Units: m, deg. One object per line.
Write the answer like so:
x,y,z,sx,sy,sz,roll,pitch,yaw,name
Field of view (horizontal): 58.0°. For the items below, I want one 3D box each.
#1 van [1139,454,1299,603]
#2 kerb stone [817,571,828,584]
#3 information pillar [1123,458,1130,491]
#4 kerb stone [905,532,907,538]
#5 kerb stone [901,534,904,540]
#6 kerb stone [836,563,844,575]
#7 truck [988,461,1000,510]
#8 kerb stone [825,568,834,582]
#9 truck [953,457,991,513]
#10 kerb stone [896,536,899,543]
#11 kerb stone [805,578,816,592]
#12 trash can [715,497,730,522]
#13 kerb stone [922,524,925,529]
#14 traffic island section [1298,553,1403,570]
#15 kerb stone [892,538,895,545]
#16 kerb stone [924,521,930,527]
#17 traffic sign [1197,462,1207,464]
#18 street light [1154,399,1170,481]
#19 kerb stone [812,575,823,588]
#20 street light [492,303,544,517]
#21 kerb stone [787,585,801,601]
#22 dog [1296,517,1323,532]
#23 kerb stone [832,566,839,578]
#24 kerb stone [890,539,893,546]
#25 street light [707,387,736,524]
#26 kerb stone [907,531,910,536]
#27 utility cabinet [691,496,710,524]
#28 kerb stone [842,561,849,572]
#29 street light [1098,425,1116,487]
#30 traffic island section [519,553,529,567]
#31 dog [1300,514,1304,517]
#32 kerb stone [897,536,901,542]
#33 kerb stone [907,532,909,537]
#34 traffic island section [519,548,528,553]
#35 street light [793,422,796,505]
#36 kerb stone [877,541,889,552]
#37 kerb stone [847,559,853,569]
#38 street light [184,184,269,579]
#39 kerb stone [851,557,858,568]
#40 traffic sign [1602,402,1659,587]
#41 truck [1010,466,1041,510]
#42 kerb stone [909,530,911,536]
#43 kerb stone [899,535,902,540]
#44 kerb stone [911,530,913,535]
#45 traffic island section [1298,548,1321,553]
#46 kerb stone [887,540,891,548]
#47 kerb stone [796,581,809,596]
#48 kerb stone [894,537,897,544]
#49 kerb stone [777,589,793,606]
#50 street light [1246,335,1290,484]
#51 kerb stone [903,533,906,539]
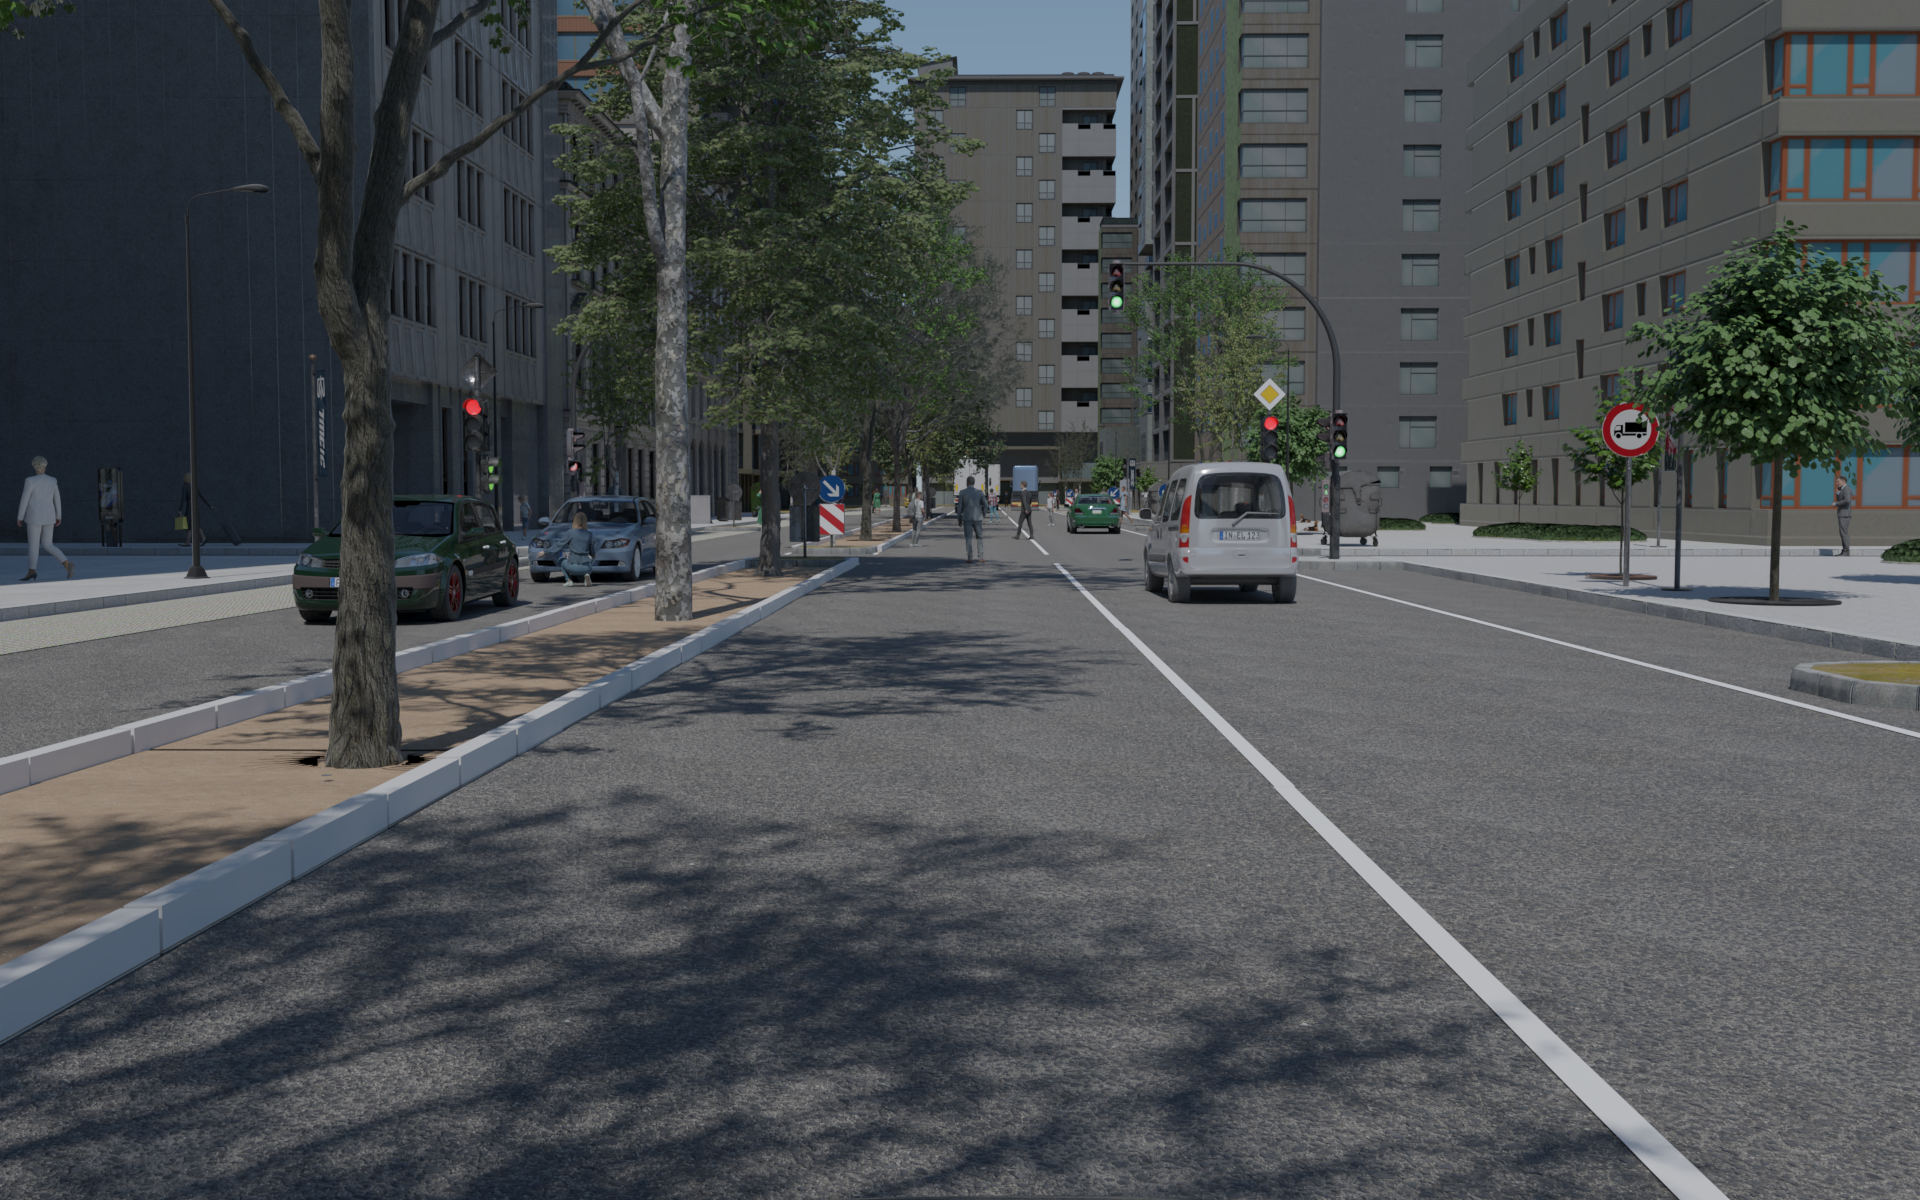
3.574,-1.051,24.202,2.013,2.044,4.112,0,4,-1,van
-2.230,-0.315,27.398,0.120,0.150,1.000,0,4,1,kerb stone
10.671,-7.329,111.191,0.504,3.616,0.183,3,5,44,information pillar
-1.826,-1.980,54.634,0.120,0.150,1.000,0,4,1,kerb stone
-1.861,-1.858,52.577,0.120,0.150,1.000,0,4,1,kerb stone
-2.180,-0.506,30.472,0.120,0.150,1.000,0,4,1,kerb stone
2.202,-10.126,154.477,2.839,4.237,11.283,0,4,0,truck
-2.213,-0.381,28.419,0.120,0.150,1.000,0,4,1,kerb stone
0.898,-8.779,132.457,2.839,4.237,11.283,0,4,2,truck
-1.904,-1.669,49.491,0.120,0.150,1.000,0,4,1,kerb stone
-2.251,-0.193,25.351,0.120,0.150,1.000,0,4,1,kerb stone
-11.061,-4.235,80.900,0.748,1.137,0.748,0,3,0,trash can
-1.607,-2.925,70.023,0.120,0.150,1.000,0,4,1,kerb stone
7.389,-0.725,34.139,2.009,0.180,2.903,0,4,1,traffic island section
-1.933,-1.543,47.428,0.120,0.150,1.000,0,4,1,kerb stone
-1.505,-3.364,77.190,0.120,0.150,1.000,0,4,1,kerb stone
9.558,-4.163,68.174,0.768,2.556,0.104,0,4,3,traffic sign
9.548,-6.795,83.634,1.470,5.913,1.316,0,4,1,street light
-2.236,-0.247,26.376,0.120,0.150,1.000,0,4,1,kerb stone
-10.819,-4.267,42.312,1.470,5.913,1.316,0,4,1,street light
-2.288,-0.068,23.302,0.120,0.150,1.000,0,4,1,kerb stone
12.037,-2.542,59.299,0.550,0.427,0.748,-3,4,-36,dog
-2.195,-0.444,29.449,0.120,0.150,1.000,0,4,1,kerb stone
-1.945,-1.480,46.401,0.120,0.150,1.000,0,4,1,kerb stone
-10.403,-6.291,75.395,1.470,5.913,1.316,0,4,1,street light
-1.801,-2.109,56.686,0.120,0.150,1.000,0,4,1,kerb stone
-11.250,-3.866,74.376,1.020,1.237,0.306,-2,4,-30,utility cabinet
-2.166,-0.569,31.494,0.120,0.150,1.000,0,4,1,kerb stone
9.948,-8.812,116.615,1.470,5.913,1.316,0,4,1,street light
-9.550,-0.741,34.388,2.009,0.180,2.903,0,4,1,traffic island section
15.315,-3.626,77.023,0.550,0.427,0.748,-1,4,-10,dog
-1.892,-1.729,50.519,0.120,0.150,1.000,0,4,1,kerb stone
-1.812,-2.047,55.664,0.120,0.150,1.000,0,4,1,kerb stone
-9.435,-1.229,42.373,2.009,0.180,2.903,0,4,1,traffic island section
-9.893,-8.308,108.375,1.470,5.913,1.316,0,4,1,street light
-1.980,-1.355,44.343,0.120,0.150,1.000,0,4,1,kerb stone
-2.148,-0.631,32.516,0.120,0.150,1.000,0,4,1,kerb stone
-11.058,-3.278,26.134,1.470,5.913,1.316,0,4,1,street light
-2.130,-0.691,33.540,0.120,0.150,1.000,0,4,1,kerb stone
9.236,-1.458,23.941,0.768,2.556,0.104,0,4,5,traffic sign
5.963,-10.317,158.448,2.967,4.110,18.799,0,4,2,truck
-1.785,-2.172,57.715,0.120,0.150,1.000,0,4,1,kerb stone
-1.878,-1.795,51.543,0.120,0.150,1.000,0,4,1,kerb stone
-1.768,-2.236,58.746,0.120,0.150,1.000,0,4,1,kerb stone
7.505,-1.214,42.124,2.009,0.180,2.903,0,4,1,traffic island section
-1.966,-1.417,45.371,0.120,0.150,1.000,0,4,1,kerb stone
-2.268,-0.128,24.325,0.120,0.150,1.000,0,4,1,kerb stone
-1.920,-1.607,48.463,0.120,0.150,1.000,0,4,1,kerb stone
-2.298,-0.005,22.280,0.120,0.150,1.000,0,4,1,kerb stone
9.038,-4.778,50.654,1.470,5.913,1.316,0,4,1,street light
-1.839,-1.921,53.610,0.120,0.150,1.000,0,4,1,kerb stone
